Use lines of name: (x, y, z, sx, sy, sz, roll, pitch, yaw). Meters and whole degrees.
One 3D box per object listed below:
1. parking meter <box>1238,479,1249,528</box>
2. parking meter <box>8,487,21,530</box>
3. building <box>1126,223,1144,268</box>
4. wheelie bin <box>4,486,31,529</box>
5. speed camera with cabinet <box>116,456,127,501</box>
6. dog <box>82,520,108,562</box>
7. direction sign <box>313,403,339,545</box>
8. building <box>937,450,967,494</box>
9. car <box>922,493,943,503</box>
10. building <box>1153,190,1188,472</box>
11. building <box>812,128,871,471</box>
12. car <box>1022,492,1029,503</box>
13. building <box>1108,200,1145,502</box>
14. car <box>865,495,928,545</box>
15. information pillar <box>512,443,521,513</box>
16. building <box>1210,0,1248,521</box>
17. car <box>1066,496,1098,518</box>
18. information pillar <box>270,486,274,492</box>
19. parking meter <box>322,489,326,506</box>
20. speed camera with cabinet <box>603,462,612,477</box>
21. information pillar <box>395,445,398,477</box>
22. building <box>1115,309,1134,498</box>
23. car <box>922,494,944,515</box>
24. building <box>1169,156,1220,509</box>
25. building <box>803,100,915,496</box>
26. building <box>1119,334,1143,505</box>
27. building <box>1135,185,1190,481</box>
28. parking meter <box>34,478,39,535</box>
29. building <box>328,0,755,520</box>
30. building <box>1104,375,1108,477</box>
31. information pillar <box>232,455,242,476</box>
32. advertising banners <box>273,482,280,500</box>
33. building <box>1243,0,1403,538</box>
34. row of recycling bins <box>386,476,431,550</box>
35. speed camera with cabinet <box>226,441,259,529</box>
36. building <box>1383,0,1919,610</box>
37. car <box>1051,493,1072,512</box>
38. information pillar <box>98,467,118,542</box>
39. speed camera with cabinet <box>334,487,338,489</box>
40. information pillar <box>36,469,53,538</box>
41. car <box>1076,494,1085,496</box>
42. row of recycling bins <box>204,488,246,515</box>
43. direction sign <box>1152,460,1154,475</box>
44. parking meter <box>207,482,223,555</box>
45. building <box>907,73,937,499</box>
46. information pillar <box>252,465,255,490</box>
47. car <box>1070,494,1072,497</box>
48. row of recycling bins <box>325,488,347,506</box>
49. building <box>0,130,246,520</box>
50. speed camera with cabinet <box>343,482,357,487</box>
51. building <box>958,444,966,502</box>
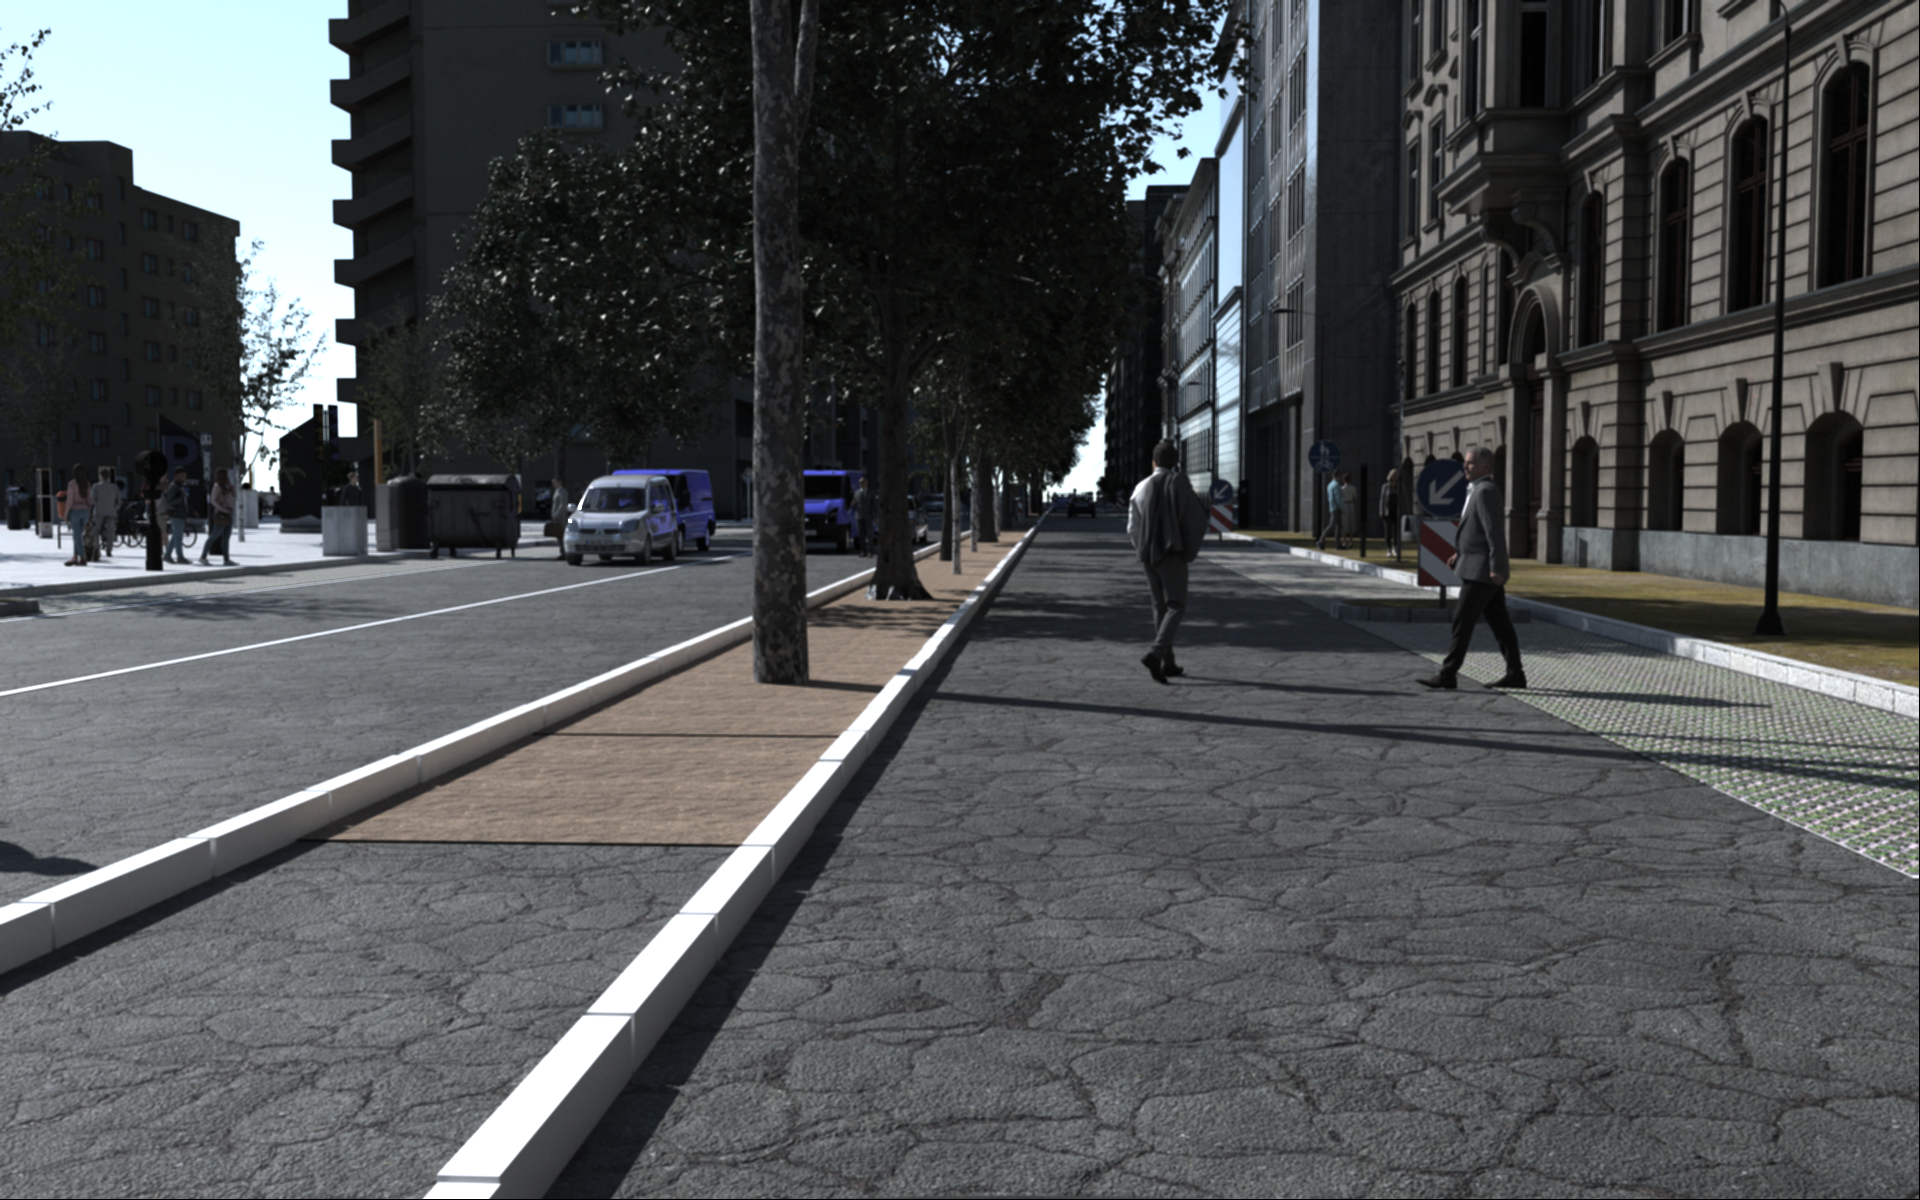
parking meter: (10.661, -3.641, 65.238, 0.399, 1.863, 0.255, 0, 4, 4)
parking meter: (-33.782, -3.270, 61.878, 0.372, 1.533, 0.369, 0, 3, 0)
building: (31.384, -35.388, 262.189, 14.154, 41.232, 14.086, 0, 4, 3)
wheelie bin: (-34.745, -3.422, 63.859, 0.980, 1.594, 0.693, 1, 4, 9)
speed camera with cabinet: (-44.313, -5.835, 89.745, 2.038, 3.252, 0.660, -2, 4, -24)
dog: (-16.408, -1.133, 32.900, 0.513, 0.831, 0.800, 1, 4, 22)
direction sign: (-15.978, -3.163, 43.718, 0.379, 3.537, 0.876, 1, 4, 21)
building: (-9.992, -41.455, 301.482, 21.300, 48.544, 21.600, 0, 4, 3)
car: (-2.068, -8.117, 141.756, 2.155, 1.783, 4.494, 0, 4, 4)
building: (23.322, -21.693, 142.073, 14.401, 28.519, 23.554, 0, 4, 3)
building: (-14.279, -28.439, 148.570, 14.154, 41.232, 14.086, 0, 4, 3)
car: (10.313, -15.712, 265.555, 2.281, 1.827, 5.304, 0, 4, 2)
building: (35.456, -40.114, 279.565, 21.300, 48.544, 21.600, 0, 4, 3)
car: (-1.943, -2.356, 50.516, 2.014, 1.417, 4.499, 0, 4, 5)
information pillar: (-18.726, -4.992, 72.976, 0.504, 3.616, 0.183, 2, 4, 26)
building: (23.111, -18.374, 86.319, 20.117, 28.700, 13.634, 0, 4, 3)
car: (7.439, -5.702, 105.808, 1.945, 1.354, 3.894, 0, 4, 5)
information pillar: (-62.750, -9.389, 158.002, 0.304, 2.012, 0.304, 3, 5, 44)
parking meter: (-24.788, -3.602, 67.296, 0.372, 1.533, 0.369, 0, 3, 0)
speed camera with cabinet: (-16.931, -5.375, 82.220, 0.660, 3.252, 2.038, 1, 4, 21)
information pillar: (-26.728, -5.555, 82.177, 0.183, 3.616, 0.504, -1, 4, -13)
building: (29.248, -29.157, 248.416, 14.160, 30.474, 14.107, 0, 4, 3)
car: (-1.696, -6.553, 119.138, 2.014, 1.417, 4.499, 0, 4, 3)
building: (22.870, -17.244, 115.225, 16.112, 22.955, 30.059, 0, 4, 3)
building: (-15.615, -46.030, 190.849, 20.563, 71.187, 20.611, 0, 4, 3)
building: (34.153, -22.610, 214.708, 27.650, 21.520, 28.899, 0, 4, 3)
building: (24.287, -23.985, 163.854, 14.160, 30.474, 14.107, 0, 4, 3)
parking meter: (-28.575, -2.948, 53.914, 0.399, 1.863, 0.255, 1, 4, 13)
building: (-21.113, -28.783, 94.304, 21.300, 48.544, 21.600, 0, 4, 3)
building: (36.185, -41.474, 301.800, 21.300, 48.544, 21.600, 0, 4, 3)
information pillar: (-39.382, -6.297, 94.317, 0.504, 3.616, 0.183, 0, 4, -5)
advertising banners: (-62.147, -9.819, 156.721, 2.074, 3.025, 0.090, 0, 4, -6)
building: (16.904, -14.770, 59.514, 12.078, 24.808, 19.932, 0, 4, 3)
row of recycling bins: (-13.300, -2.110, 41.617, 1.069, 1.692, 3.534, -1, 4, -19)
speed camera with cabinet: (-27.024, -4.316, 64.899, 0.660, 3.252, 2.038, 0, 4, 2)
building: (16.599, -13.035, 32.211, 14.460, 24.649, 34.723, 0, 4, 3)
car: (8.362, -7.998, 140.354, 1.945, 1.707, 3.694, 0, 4, 2)
information pillar: (-23.012, -2.587, 46.788, 0.304, 2.012, 0.304, 0, 4, 7)
speed camera with cabinet: (-52.763, -9.387, 147.808, 0.660, 3.252, 2.038, 1, 4, 20)
information pillar: (-26.567, -2.800, 50.269, 0.304, 2.012, 0.304, -3, 5, -45)
car: (13.750, -11.729, 200.560, 1.959, 1.807, 4.718, 0, 4, 5)
row of recycling bins: (-44.509, -5.923, 103.958, 1.069, 1.692, 3.534, 3, 4, 37)
direction sign: (13.054, -7.605, 116.337, 0.379, 3.537, 0.876, -1, 4, -14)
parking meter: (-15.629, -1.715, 36.454, 0.372, 1.533, 0.369, 0, 3, 0)
building: (-14.411, -41.235, 216.184, 21.231, 58.520, 28.212, 0, 4, 3)
information pillar: (-57.137, -9.107, 140.257, 0.183, 3.616, 0.504, -1, 4, -17)
car: (13.252, -12.641, 216.274, 1.945, 1.707, 3.694, 0, 4, 2)
row of recycling bins: (-41.546, -6.479, 113.049, 3.534, 1.692, 1.069, 1, 4, 19)
building: (-60.735, -15.410, 96.991, 28.899, 21.520, 27.650, 0, 4, 3)
speed camera with cabinet: (-34.063, -6.302, 97.369, 0.660, 3.252, 2.038, 0, 4, -1)
building: (-6.334, -38.737, 283.466, 14.600, 45.320, 14.200, 0, 4, 3)
